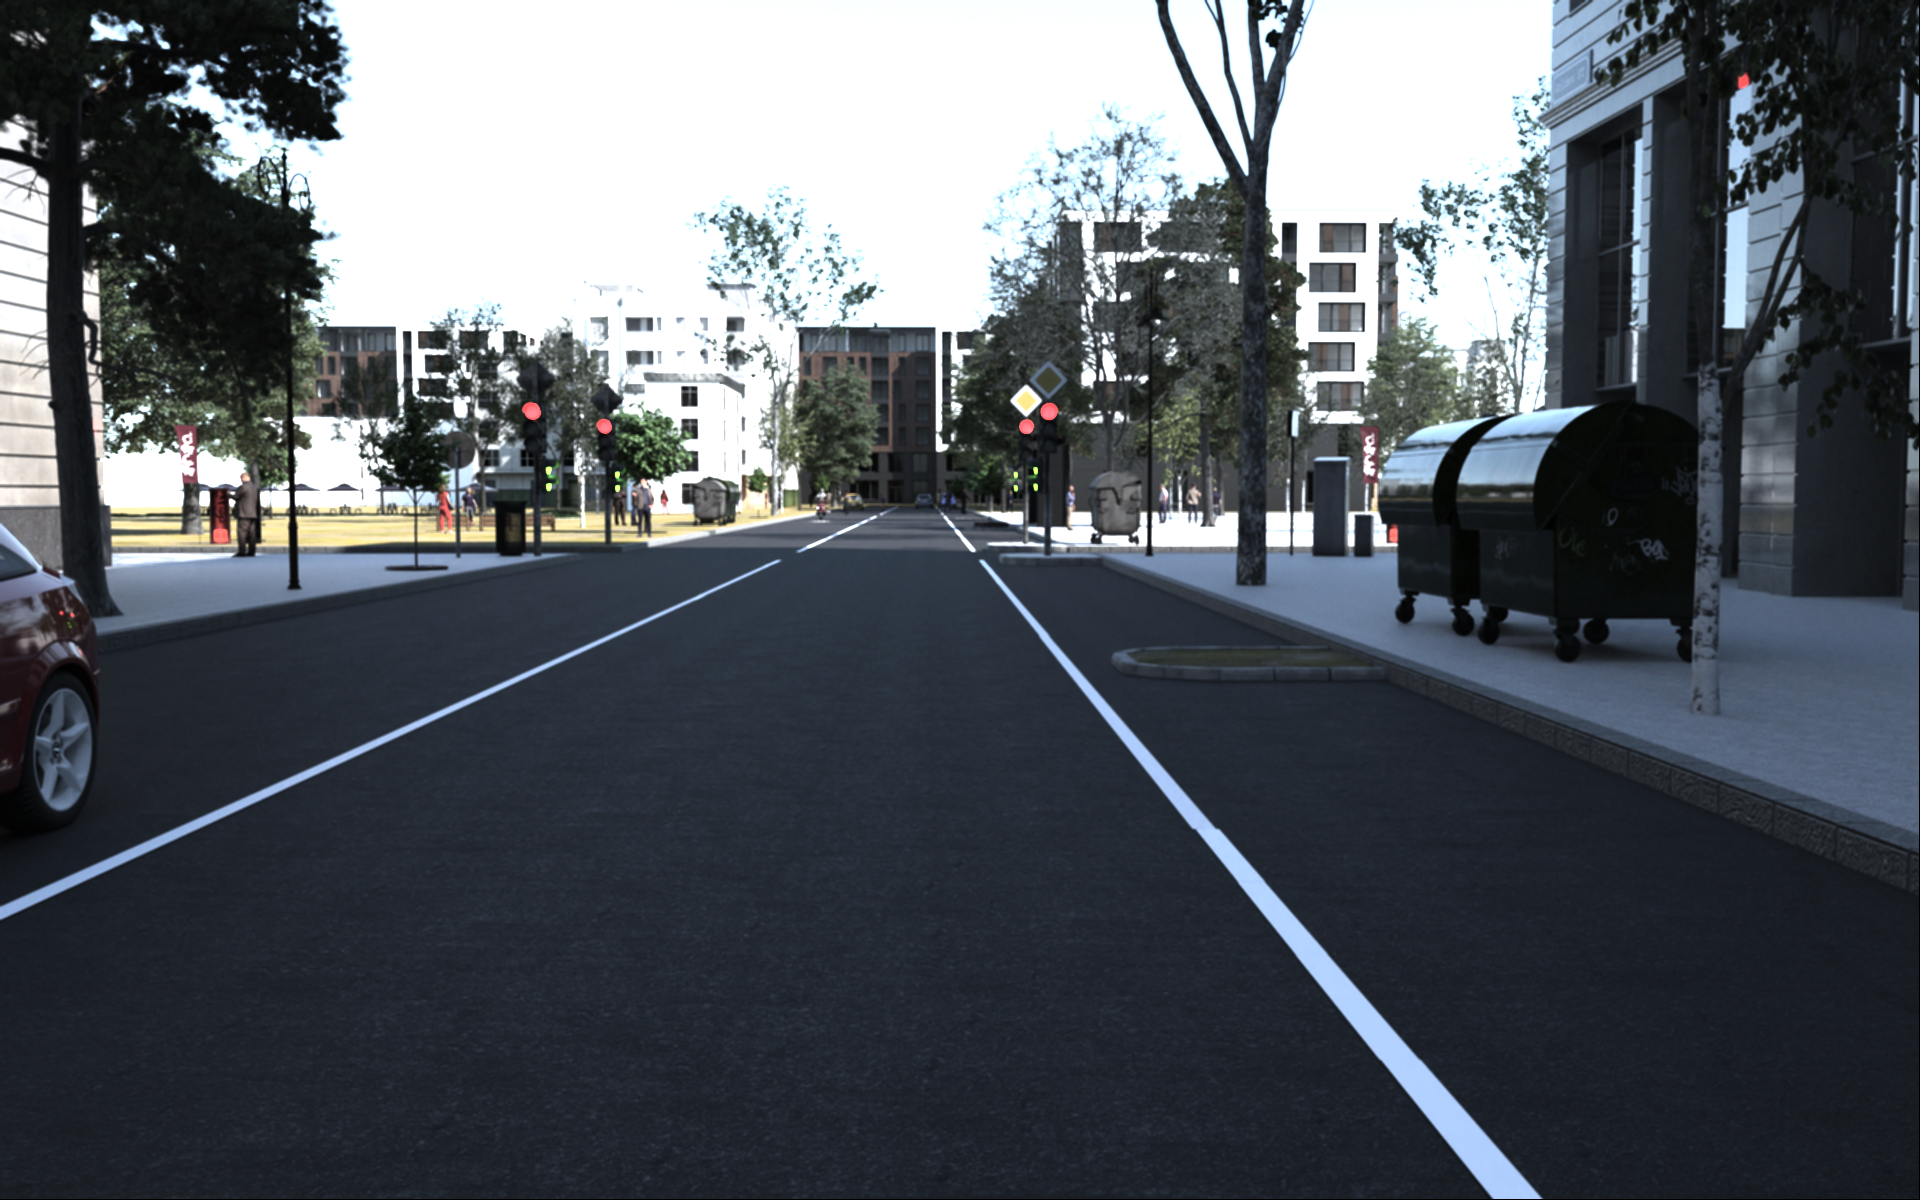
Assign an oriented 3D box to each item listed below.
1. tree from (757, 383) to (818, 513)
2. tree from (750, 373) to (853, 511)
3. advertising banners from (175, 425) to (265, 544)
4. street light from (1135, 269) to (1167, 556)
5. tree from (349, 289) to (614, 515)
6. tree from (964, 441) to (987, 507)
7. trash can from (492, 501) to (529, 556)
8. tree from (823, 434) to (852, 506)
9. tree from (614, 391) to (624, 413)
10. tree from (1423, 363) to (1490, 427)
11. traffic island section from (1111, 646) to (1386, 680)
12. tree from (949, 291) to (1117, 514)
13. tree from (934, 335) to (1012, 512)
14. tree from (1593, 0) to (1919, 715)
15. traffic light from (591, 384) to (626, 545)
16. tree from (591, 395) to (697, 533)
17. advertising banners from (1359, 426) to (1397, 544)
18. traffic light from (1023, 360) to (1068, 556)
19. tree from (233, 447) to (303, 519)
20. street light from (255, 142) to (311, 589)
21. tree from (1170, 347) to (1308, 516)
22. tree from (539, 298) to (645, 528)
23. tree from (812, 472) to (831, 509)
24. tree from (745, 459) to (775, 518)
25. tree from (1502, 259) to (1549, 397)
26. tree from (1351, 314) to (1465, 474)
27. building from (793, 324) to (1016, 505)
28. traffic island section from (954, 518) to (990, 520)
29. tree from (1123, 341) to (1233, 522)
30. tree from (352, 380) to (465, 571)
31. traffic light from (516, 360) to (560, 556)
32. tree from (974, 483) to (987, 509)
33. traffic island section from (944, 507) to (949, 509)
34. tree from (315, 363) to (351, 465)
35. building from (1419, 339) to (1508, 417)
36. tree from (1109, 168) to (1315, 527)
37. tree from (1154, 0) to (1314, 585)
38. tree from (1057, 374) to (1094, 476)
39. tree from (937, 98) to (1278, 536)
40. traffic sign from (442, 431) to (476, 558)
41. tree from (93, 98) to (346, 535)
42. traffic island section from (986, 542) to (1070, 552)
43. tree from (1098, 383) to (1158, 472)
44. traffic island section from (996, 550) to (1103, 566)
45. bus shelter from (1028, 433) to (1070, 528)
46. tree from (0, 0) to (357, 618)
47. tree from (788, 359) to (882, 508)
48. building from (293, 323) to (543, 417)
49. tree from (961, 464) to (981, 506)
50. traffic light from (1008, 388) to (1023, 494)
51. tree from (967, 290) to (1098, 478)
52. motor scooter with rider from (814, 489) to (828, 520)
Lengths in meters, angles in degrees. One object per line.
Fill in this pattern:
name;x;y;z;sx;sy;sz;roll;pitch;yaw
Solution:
tree;-11.798;-10.148;116.287;4.737;8.622;4.395;0;3;0
tree;-12.259;-12.163;133.279;8.767;10.594;7.601;0;4;5
advertising banners;-18.883;-2.937;44.212;2.074;3.025;0.090;-2;4;-31
street light;3.925;-3.850;35.733;0.468;5.910;1.993;0;4;-1
tree;-21.323;-8.776;77.900;8.767;10.594;7.601;1;4;10
tree;2.285;-13.141;165.225;4.737;8.622;4.395;0;3;0
trash can;-9.339;-1.488;35.988;0.748;1.137;0.748;0;3;0
tree;-12.767;-14.066;180.333;4.360;8.622;3.978;0;3;0
tree;-22.525;-9.894;96.174;8.767;10.594;7.601;0;4;1
tree;27.808;-8.931;96.388;4.737;8.622;4.395;0;3;0
traffic island section;2.281;0.523;14.318;1.991;0.108;1.994;0;4;-1
tree;3.601;-8.795;78.204;7.601;10.594;8.767;0;4;-5
tree;2.056;-12.565;123.562;7.486;12.596;7.792;0;3;0
tree;4.518;-3.629;9.697;4.360;8.622;3.978;0;3;0
traffic light;-8.905;-3.338;43.817;0.839;4.213;0.868;0;4;-1
tree;-10.499;-4.514;57.519;4.285;4.588;4.351;0;3;0
advertising banners;11.312;-2.974;44.806;2.074;3.025;0.090;0;4;-6
traffic light;1.812;-2.863;36.057;0.839;4.213;0.868;0;4;-1
tree;-35.354;-6.409;88.499;4.285;4.588;4.351;0;3;0
street light;-8.999;-3.086;23.236;0.468;5.910;1.993;0;4;-1
tree;14.995;-10.871;99.801;6.751;12.117;7.091;0;3;0
tree;-14.275;-7.094;66.346;4.360;8.622;3.978;0;3;0
tree;-12.226;-9.660;152.540;1.663;3.219;1.824;0;3;0
tree;-10.847;-6.095;94.251;1.663;3.219;1.824;0;3;0
tree;22.131;-8.802;54.291;12.009;13.543;11.850;0;3;0
tree;28.449;-11.717;109.701;7.486;12.596;7.792;0;3;0
building;-5.294;-23.099;221.642;32.646;21.610;27.936;0;4;-1
traffic island section;0.658;-4.473;96.006;1.991;0.108;1.994;0;4;-1
tree;10.072;-7.836;78.488;4.737;8.622;4.395;0;3;0
tree;-9.300;-2.135;29.510;1.663;3.219;1.824;0;3;0
traffic light;-8.747;-2.849;35.833;0.839;4.213;0.868;0;4;-1
tree;1.929;-9.444;149.010;1.663;3.219;1.824;0;3;0
traffic island section;-0.847;-9.176;172.893;1.991;0.108;1.994;0;4;-1
tree;-37.897;-10.960;113.604;8.767;10.594;7.601;-1;4;-16
building;60.847;-22.077;217.383;11.380;20.091;16.016;0;4;-1
tree;9.422;-9.755;66.914;7.806;13.903;7.818;0;3;0
tree;2.852;-10.322;24.655;12.611;20.169;13.585;0;3;0
tree;5.914;-9.430;104.545;4.360;8.622;3.978;0;3;0
tree;4.706;-8.743;53.314;12.009;13.543;11.850;0;3;0
traffic sign;-10.138;-2.130;34.930;0.768;2.556;0.104;0;4;8
tree;-24.348;-9.037;54.418;9.857;13.997;8.962;0;3;0
traffic island section;1.694;-1.338;44.154;2.009;0.180;2.903;0;4;-1
tree;11.043;-10.079;115.158;4.360;8.622;3.978;0;3;0
traffic island section;1.852;-0.850;36.171;2.009;0.180;2.903;0;4;-1
bus shelter;3.374;-4.760;69.115;1.731;3.624;6.357;0;4;-1
tree;-9.258;-5.857;17.812;6.751;12.117;7.091;0;3;0
tree;-12.022;-15.794;164.888;9.857;13.997;8.962;0;3;0
building;-69.559;-23.044;220.739;32.646;21.610;27.936;0;4;-1
tree;1.579;-12.045;180.643;4.285;4.588;4.351;0;3;0
traffic light;1.654;-3.351;44.041;0.839;4.213;0.868;0;4;-1
tree;3.878;-10.317;90.744;6.751;12.117;7.091;0;3;0
motor scooter with rider;-7.660;-5.273;95.175;0.876;1.779;1.986;0;4;-3
